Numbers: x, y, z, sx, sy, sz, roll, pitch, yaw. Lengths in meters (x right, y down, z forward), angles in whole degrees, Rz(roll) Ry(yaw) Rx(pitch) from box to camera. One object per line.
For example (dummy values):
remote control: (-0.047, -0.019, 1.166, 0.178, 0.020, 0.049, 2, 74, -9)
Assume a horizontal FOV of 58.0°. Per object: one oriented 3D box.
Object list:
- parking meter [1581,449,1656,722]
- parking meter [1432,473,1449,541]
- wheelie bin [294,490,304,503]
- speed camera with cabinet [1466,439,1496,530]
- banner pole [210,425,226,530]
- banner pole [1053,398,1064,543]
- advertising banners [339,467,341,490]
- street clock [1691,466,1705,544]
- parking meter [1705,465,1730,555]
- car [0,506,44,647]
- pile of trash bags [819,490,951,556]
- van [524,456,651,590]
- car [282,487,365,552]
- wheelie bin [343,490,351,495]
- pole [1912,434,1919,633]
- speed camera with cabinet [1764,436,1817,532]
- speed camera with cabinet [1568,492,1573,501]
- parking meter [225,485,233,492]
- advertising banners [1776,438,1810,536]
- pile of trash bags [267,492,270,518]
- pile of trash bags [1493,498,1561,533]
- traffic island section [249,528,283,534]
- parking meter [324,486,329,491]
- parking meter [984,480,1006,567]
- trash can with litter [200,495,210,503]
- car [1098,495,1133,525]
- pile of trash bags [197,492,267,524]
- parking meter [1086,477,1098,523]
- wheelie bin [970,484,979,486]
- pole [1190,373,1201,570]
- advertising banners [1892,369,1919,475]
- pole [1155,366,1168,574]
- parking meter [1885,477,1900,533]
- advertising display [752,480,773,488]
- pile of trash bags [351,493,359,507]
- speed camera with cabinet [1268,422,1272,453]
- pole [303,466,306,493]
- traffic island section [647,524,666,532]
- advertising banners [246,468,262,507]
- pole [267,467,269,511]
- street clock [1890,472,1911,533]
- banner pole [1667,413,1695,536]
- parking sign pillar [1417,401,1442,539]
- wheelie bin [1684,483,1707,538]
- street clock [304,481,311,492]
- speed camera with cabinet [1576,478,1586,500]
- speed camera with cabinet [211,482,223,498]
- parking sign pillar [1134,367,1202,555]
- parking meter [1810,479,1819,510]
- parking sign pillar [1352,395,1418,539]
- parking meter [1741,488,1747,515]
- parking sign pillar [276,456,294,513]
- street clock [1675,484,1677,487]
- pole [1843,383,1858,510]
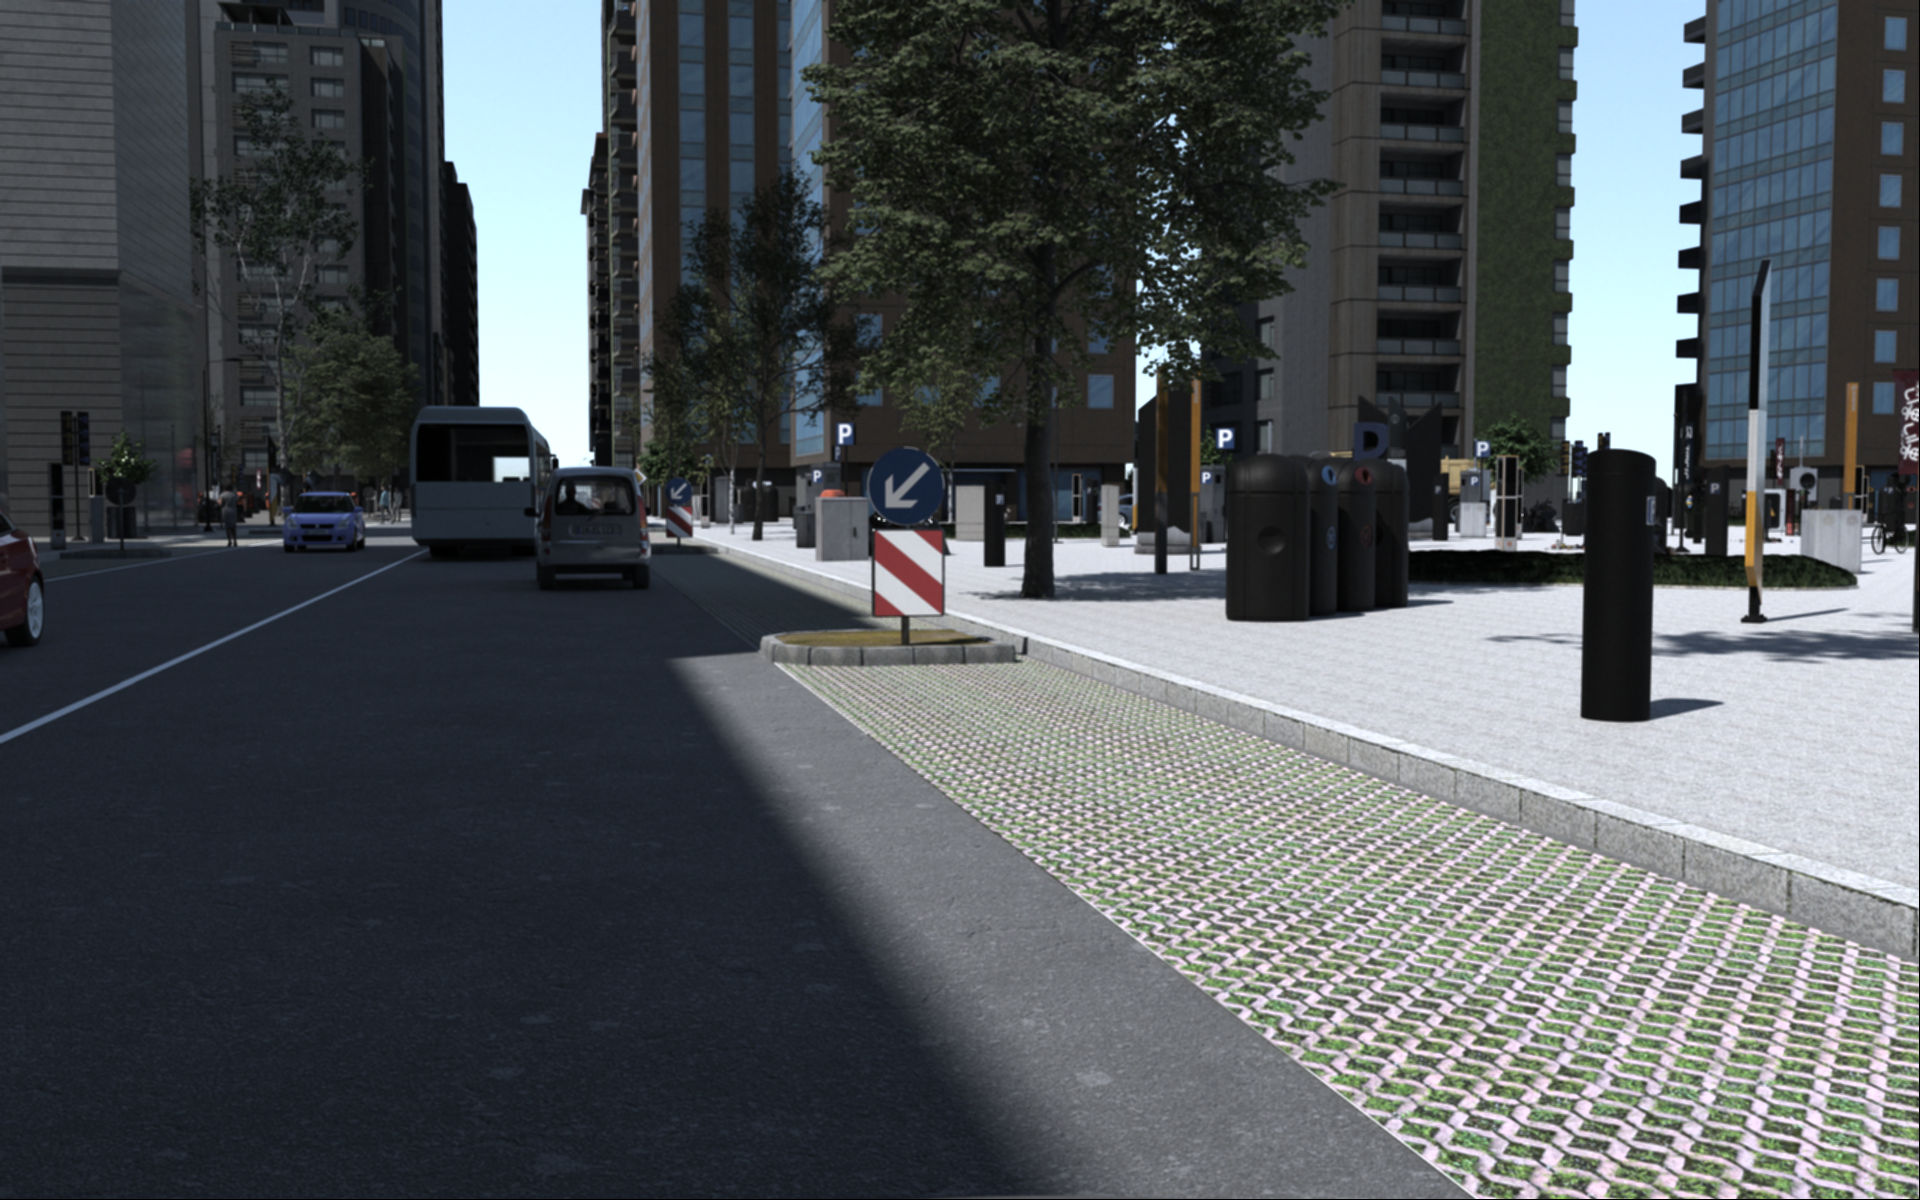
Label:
parking meter: (3.751, -0.089, 9.871, 0.372, 1.533, 0.369, 0, 3, 0)
parking meter: (13.169, -2.554, 47.468, 0.255, 1.863, 0.399, -2, 4, -33)
wheelie bin: (-48.562, -7.316, 127.522, 0.980, 1.594, 0.693, 0, 4, 8)
speed camera with cabinet: (18.963, -4.106, 61.465, 0.660, 3.252, 2.038, -3, 4, -36)
banner pole: (-26.697, -4.418, 62.251, 0.401, 3.779, 0.863, 0, 4, 3)
banner pole: (2.288, -3.383, 45.323, 0.863, 3.779, 0.401, 0, 4, 7)
advertising banners: (-41.021, -7.143, 112.969, 0.090, 3.025, 2.074, 1, 4, 18)
street clock: (19.138, -2.466, 44.893, 0.358, 2.002, 0.471, 2, 4, 29)
parking meter: (15.249, -1.786, 34.909, 0.255, 1.863, 0.399, -3, 5, -41)
car: (-9.221, -0.348, 14.725, 2.155, 1.783, 4.494, -1, 4, -15)
pile of trash bags: (-1.746, -1.572, 35.449, 1.912, 1.369, 3.447, 2, 4, 32)
van: (-5.864, -1.249, 27.430, 2.013, 2.044, 4.112, -1, 4, -14)
car: (-16.105, -2.100, 43.919, 1.945, 1.707, 3.694, -1, 4, -14)
wheelie bin: (-50.346, -8.221, 142.325, 0.693, 1.594, 0.980, 2, 4, 32)
pole: (8.926, -1.350, 15.918, 0.158, 3.312, 0.155, 0, 3, 0)
speed camera with cabinet: (28.026, -3.951, 58.935, 2.038, 3.252, 0.660, 0, 4, -2)
speed camera with cabinet: (43.014, -7.958, 124.447, 0.660, 3.252, 2.038, -2, 4, -33)
parking meter: (-45.152, -6.195, 107.007, 0.255, 1.863, 0.399, 3, 5, 40)
advertising banners: (25.572, -3.490, 53.250, 0.090, 3.025, 2.074, 0, 4, -1)
pile of trash bags: (-38.558, -5.099, 93.129, 3.447, 1.369, 1.912, -2, 4, -28)
pile of trash bags: (18.983, -2.986, 58.576, 1.912, 1.369, 3.447, 0, 4, 3)
traffic island section: (-24.566, -2.491, 63.013, 2.009, 0.180, 2.903, -1, 4, -13)
parking meter: (-47.957, -7.683, 131.327, 0.399, 1.863, 0.255, -1, 4, -10)
parking meter: (0.612, -1.356, 30.589, 0.372, 1.533, 0.369, 0, 3, 0)
trash can with litter: (-45.767, -5.688, 104.055, 2.233, 1.210, 1.678, -1, 4, -23)
car: (7.812, -3.826, 74.552, 4.499, 1.417, 2.014, -1, 4, -12)
pile of trash bags: (-32.660, -4.111, 76.962, 1.912, 1.369, 3.447, 0, 4, 4)
parking meter: (4.571, -3.311, 59.844, 0.255, 1.863, 0.399, -3, 4, -36)
wheelie bin: (0.435, -2.853, 54.555, 0.693, 1.594, 0.980, -1, 4, -22)
pole: (3.956, -2.154, 29.065, 0.158, 3.312, 0.155, 0, 3, 0)
advertising banners: (14.087, -1.721, 24.323, 2.074, 3.025, 0.090, 0, 4, 1)
pole: (3.220, -2.069, 27.676, 0.158, 3.312, 0.155, 0, 3, 0)
parking meter: (31.140, -3.184, 57.776, 0.255, 1.863, 0.399, -1, 4, -17)
advertising display: (-9.318, -4.673, 81.619, 0.974, 1.923, 0.123, 0, 4, 2)
pile of trash bags: (-38.870, -6.087, 109.270, 1.912, 1.369, 3.447, 0, 4, 7)
speed camera with cabinet: (9.158, -3.232, 47.180, 2.038, 3.252, 0.660, 2, 4, 27)
pole: (-46.663, -7.926, 123.432, 0.158, 3.312, 0.155, 0, 3, 0)
traffic island section: (-12.257, -2.667, 65.889, 2.009, 0.180, 2.903, -1, 4, -13)
advertising banners: (-48.016, -7.403, 117.220, 2.074, 3.025, 0.090, 1, 4, 22)
pole: (-51.678, -8.301, 129.569, 0.158, 3.312, 0.155, 0, 3, 0)
street clock: (30.417, -3.143, 55.965, 0.358, 2.002, 0.471, -1, 4, -20)
banner pole: (22.256, -3.881, 53.471, 0.401, 3.779, 0.863, -2, 4, -35)
parking sign pillar: (13.309, -3.778, 50.242, 1.447, 3.967, 1.447, -2, 4, -27)
wheelie bin: (21.475, -2.589, 50.243, 0.980, 1.594, 0.693, -3, 5, -40)
street clock: (-36.151, -5.588, 95.938, 0.358, 2.002, 0.471, -3, 5, -40)
speed camera with cabinet: (40.668, -7.247, 112.824, 0.660, 3.252, 2.038, 2, 4, 31)
speed camera with cabinet: (-55.235, -8.222, 128.759, 0.660, 3.252, 2.038, -1, 4, -14)
parking sign pillar: (4.468, -2.975, 37.119, 1.447, 3.967, 1.447, 3, 4, 36)
parking meter: (33.425, -3.797, 67.787, 0.255, 1.863, 0.399, 2, 4, 23)
parking sign pillar: (11.262, -3.568, 46.805, 1.447, 3.967, 1.447, -3, 5, -45)
parking meter: (32.998, -3.930, 72.661, 0.372, 1.533, 0.369, 0, 3, 0)
parking sign pillar: (-47.072, -8.071, 120.430, 1.447, 3.967, 1.447, -2, 4, -27)
street clock: (47.564, -6.729, 114.595, 0.471, 2.002, 0.358, -1, 4, -22)
pole: (16.352, -2.323, 31.827, 0.158, 3.312, 0.155, 0, 3, 0)
